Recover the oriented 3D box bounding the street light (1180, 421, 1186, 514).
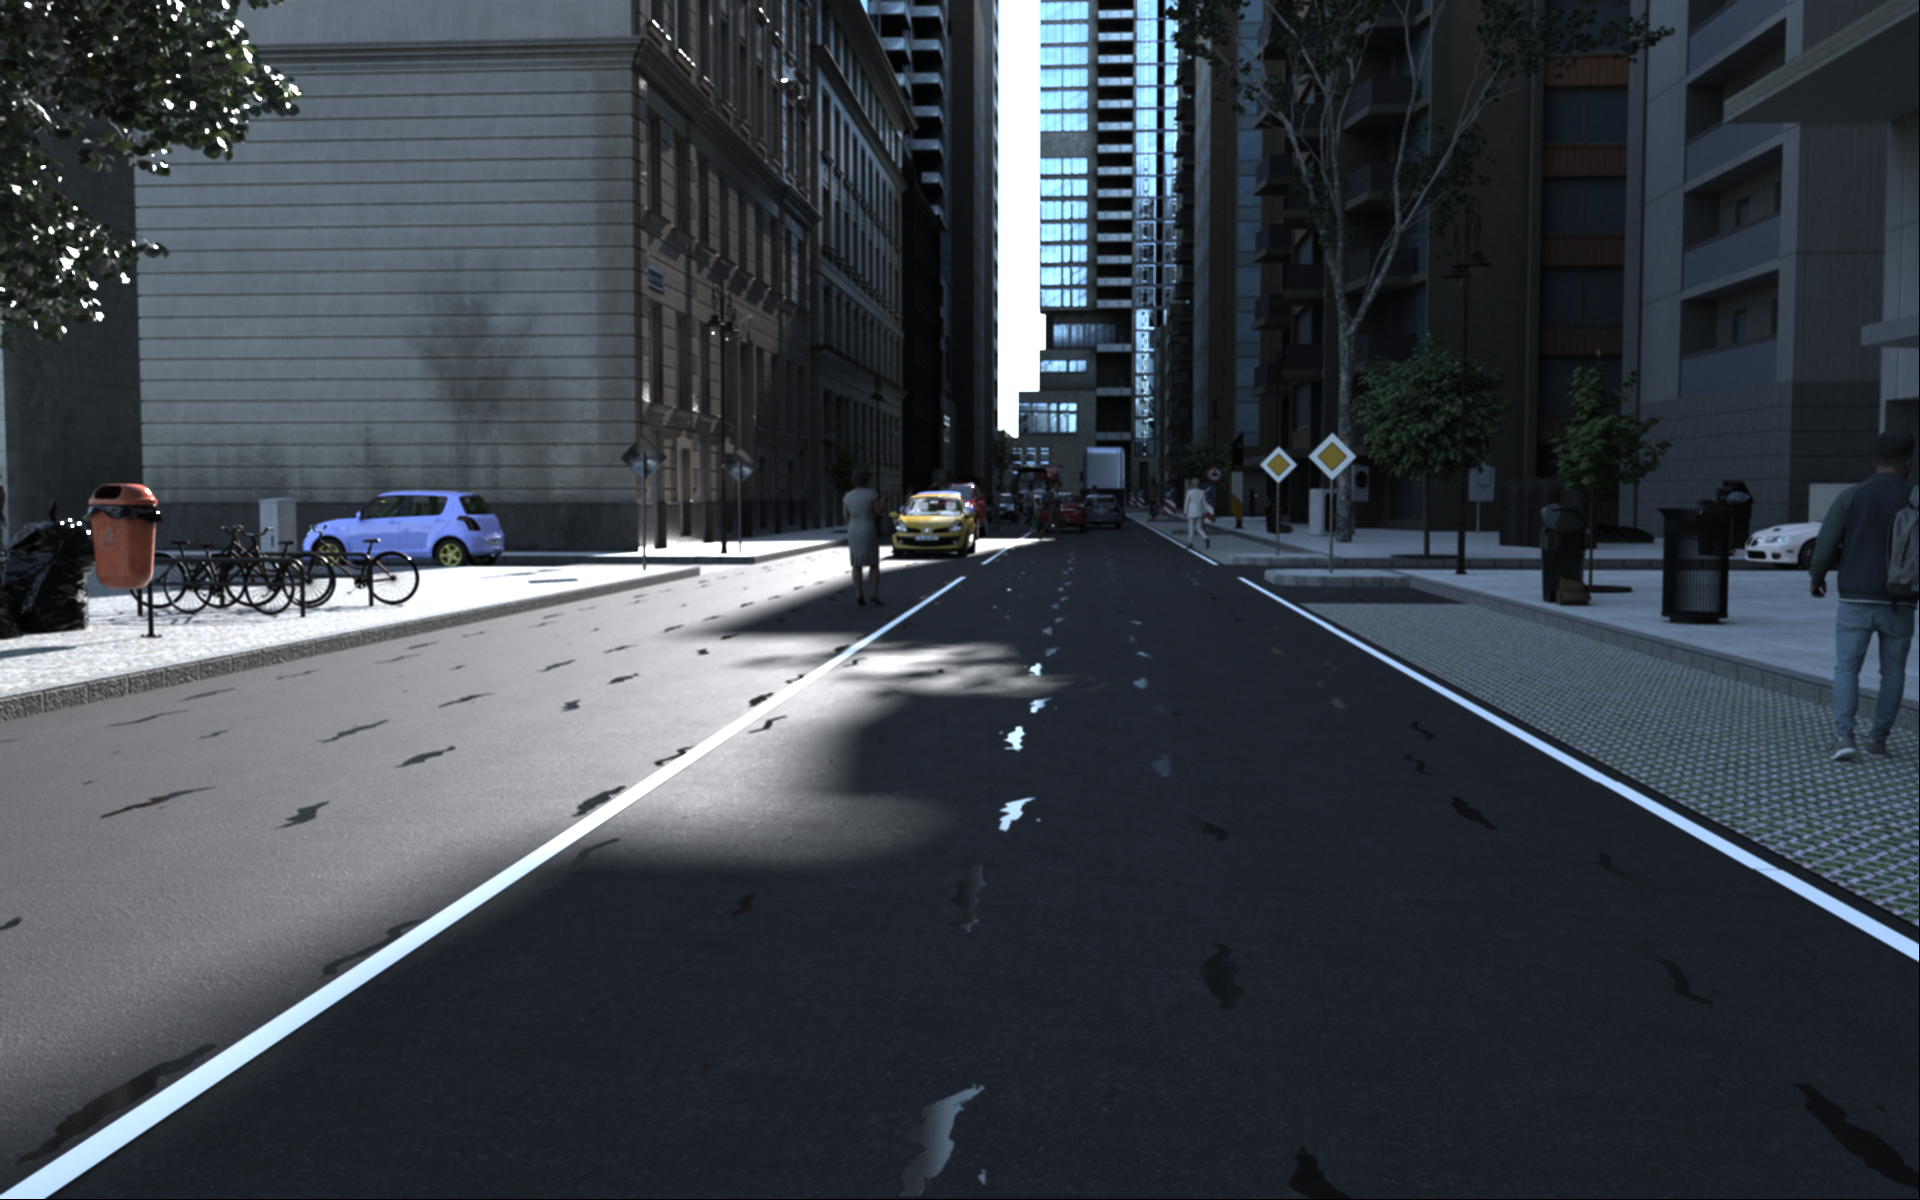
[{"bbox_3d":[14.219,-8.413,110.339,0.468,5.910,1.993,0,4,4],"label":"street light"}]

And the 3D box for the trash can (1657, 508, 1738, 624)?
[{"bbox_3d":[7.330,-0.343,17.256,0.748,1.137,0.748,0,3,0],"label":"trash can"}]

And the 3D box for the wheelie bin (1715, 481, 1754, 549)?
[{"bbox_3d":[18.167,-2.005,40.695,0.693,1.594,0.980,-1,4,-18],"label":"wheelie bin"}]

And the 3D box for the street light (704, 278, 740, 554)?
[{"bbox_3d":[-5.081,-3.935,37.130,0.468,5.910,1.993,0,4,4],"label":"street light"}]

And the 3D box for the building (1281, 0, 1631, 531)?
[{"bbox_3d":[23.816,-25.479,71.213,22.147,44.769,28.867,0,4,4],"label":"building"}]

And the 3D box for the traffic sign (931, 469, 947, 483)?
[{"bbox_3d":[-1.062,-5.311,86.944,0.768,2.556,0.104,1,4,9],"label":"traffic sign"}]

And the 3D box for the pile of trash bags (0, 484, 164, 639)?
[{"bbox_3d":[-8.648,-0.371,15.822,3.447,1.369,1.912,1,4,22],"label":"pile of trash bags"}]

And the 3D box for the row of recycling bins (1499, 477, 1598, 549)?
[{"bbox_3d":[14.192,-2.129,41.927,1.069,1.692,3.534,-1,4,-12],"label":"row of recycling bins"}]

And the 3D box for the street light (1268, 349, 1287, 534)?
[{"bbox_3d":[10.143,-5.054,55.428,0.468,5.910,1.993,0,4,4],"label":"street light"}]

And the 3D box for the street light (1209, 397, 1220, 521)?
[{"bbox_3d":[12.129,-6.711,82.510,0.468,5.910,1.993,0,4,4],"label":"street light"}]

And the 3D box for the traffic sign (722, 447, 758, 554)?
[{"bbox_3d":[-4.690,-2.036,36.930,0.795,2.450,0.064,0,4,4],"label":"traffic sign"}]

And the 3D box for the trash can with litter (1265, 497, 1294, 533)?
[{"bbox_3d":[10.586,-2.806,57.259,0.624,1.170,1.055,-3,4,-37],"label":"trash can with litter"}]

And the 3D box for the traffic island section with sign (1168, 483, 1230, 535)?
[{"bbox_3d":[8.557,-3.242,61.629,1.989,1.847,2.006,0,4,4],"label":"traffic island section with sign"}]

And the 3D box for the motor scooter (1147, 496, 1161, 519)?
[{"bbox_3d":[10.803,-5.115,96.403,0.815,1.314,1.986,0,4,6],"label":"motor scooter"}]

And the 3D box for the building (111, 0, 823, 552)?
[{"bbox_3d":[-11.825,-15.455,49.945,12.463,27.353,25.104,0,4,4],"label":"building"}]

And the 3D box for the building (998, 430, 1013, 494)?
[{"bbox_3d":[-7.725,-37.992,210.401,27.495,52.752,28.713,0,4,4],"label":"building"}]

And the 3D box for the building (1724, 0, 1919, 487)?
[{"bbox_3d":[23.482,-25.775,10.660,28.713,52.752,27.495,0,4,4],"label":"building"}]

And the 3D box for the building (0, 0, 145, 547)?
[{"bbox_3d":[-29.482,-11.596,44.349,16.860,20.320,10.420,0,4,4],"label":"building"}]

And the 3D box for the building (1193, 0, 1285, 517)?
[{"bbox_3d":[21.308,-27.677,102.631,14.600,45.320,14.200,0,4,4],"label":"building"}]

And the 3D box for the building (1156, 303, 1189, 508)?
[{"bbox_3d":[33.829,-19.902,170.438,27.650,21.520,28.899,0,4,4],"label":"building"}]

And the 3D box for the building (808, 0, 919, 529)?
[{"bbox_3d":[-11.322,-14.953,77.766,16.112,22.955,30.059,0,4,4],"label":"building"}]

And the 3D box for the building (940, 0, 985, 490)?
[{"bbox_3d":[-5.204,-30.634,150.977,14.600,45.320,14.200,0,4,4],"label":"building"}]

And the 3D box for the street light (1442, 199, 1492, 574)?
[{"bbox_3d":[8.021,-3.350,27.555,0.468,5.910,1.993,0,4,4],"label":"street light"}]

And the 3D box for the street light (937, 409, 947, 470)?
[{"bbox_3d":[-0.950,-7.326,92.562,0.468,5.910,1.993,0,4,4],"label":"street light"}]

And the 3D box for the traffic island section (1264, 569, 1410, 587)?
[{"bbox_3d":[6.051,-0.361,28.181,2.009,0.180,2.903,0,4,4],"label":"traffic island section"}]

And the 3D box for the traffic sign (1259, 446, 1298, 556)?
[{"bbox_3d":[6.621,-1.983,36.068,0.795,2.450,0.064,0,4,4],"label":"traffic sign"}]

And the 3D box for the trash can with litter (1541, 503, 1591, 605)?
[{"bbox_3d":[7.192,-0.547,20.327,0.624,1.170,1.055,0,4,5],"label":"trash can with litter"}]

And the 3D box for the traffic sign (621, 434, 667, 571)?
[{"bbox_3d":[-5.284,-1.549,28.967,0.795,2.450,0.064,0,4,4],"label":"traffic sign"}]

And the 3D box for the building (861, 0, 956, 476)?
[{"bbox_3d":[-11.076,-49.813,127.120,22.319,86.520,31.000,0,4,4],"label":"building"}]

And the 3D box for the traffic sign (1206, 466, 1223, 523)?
[{"bbox_3d":[11.459,-4.764,77.993,0.768,2.556,0.104,0,4,6],"label":"traffic sign"}]

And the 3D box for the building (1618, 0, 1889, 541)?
[{"bbox_3d":[34.105,-30.649,43.104,28.212,58.520,21.231,0,4,4],"label":"building"}]

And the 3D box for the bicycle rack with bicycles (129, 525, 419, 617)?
[{"bbox_3d":[-7.818,-0.350,19.109,2.925,0.926,2.852,0,4,5],"label":"bicycle rack with bicycles"}]

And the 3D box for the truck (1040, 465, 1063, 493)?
[{"bbox_3d":[8.534,-10.938,167.757,2.839,4.237,11.283,0,4,6],"label":"truck"}]

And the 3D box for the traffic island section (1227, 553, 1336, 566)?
[{"bbox_3d":[6.645,-0.848,36.144,2.009,0.180,2.903,0,4,4],"label":"traffic island section"}]

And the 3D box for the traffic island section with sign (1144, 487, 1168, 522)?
[{"bbox_3d":[10.567,-4.886,88.510,1.989,1.847,2.006,0,4,4],"label":"traffic island section with sign"}]

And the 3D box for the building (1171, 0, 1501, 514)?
[{"bbox_3d":[28.706,-29.713,140.436,22.147,44.769,28.867,0,4,4],"label":"building"}]

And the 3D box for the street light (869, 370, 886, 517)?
[{"bbox_3d":[-3.076,-5.634,64.900,0.468,5.910,1.993,0,4,4],"label":"street light"}]

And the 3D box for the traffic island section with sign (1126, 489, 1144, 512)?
[{"bbox_3d":[14.254,-7.909,137.939,1.989,1.847,2.006,0,4,4],"label":"traffic island section with sign"}]

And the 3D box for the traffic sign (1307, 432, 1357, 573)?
[{"bbox_3d":[6.027,-1.496,28.105,0.795,2.450,0.064,0,4,4],"label":"traffic sign"}]

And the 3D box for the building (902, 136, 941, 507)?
[{"bbox_3d":[-7.945,-16.562,100.469,12.332,23.373,15.834,0,4,4],"label":"building"}]

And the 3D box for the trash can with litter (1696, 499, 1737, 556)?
[{"bbox_3d":[15.847,-1.514,36.140,0.624,1.170,1.055,0,4,-8],"label":"trash can with litter"}]

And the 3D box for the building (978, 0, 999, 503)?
[{"bbox_3d":[-10.273,-38.806,176.471,28.212,58.520,21.231,0,4,4],"label":"building"}]

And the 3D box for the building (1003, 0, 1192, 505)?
[{"bbox_3d":[21.211,-54.522,204.112,31.000,86.520,22.319,0,4,4],"label":"building"}]
